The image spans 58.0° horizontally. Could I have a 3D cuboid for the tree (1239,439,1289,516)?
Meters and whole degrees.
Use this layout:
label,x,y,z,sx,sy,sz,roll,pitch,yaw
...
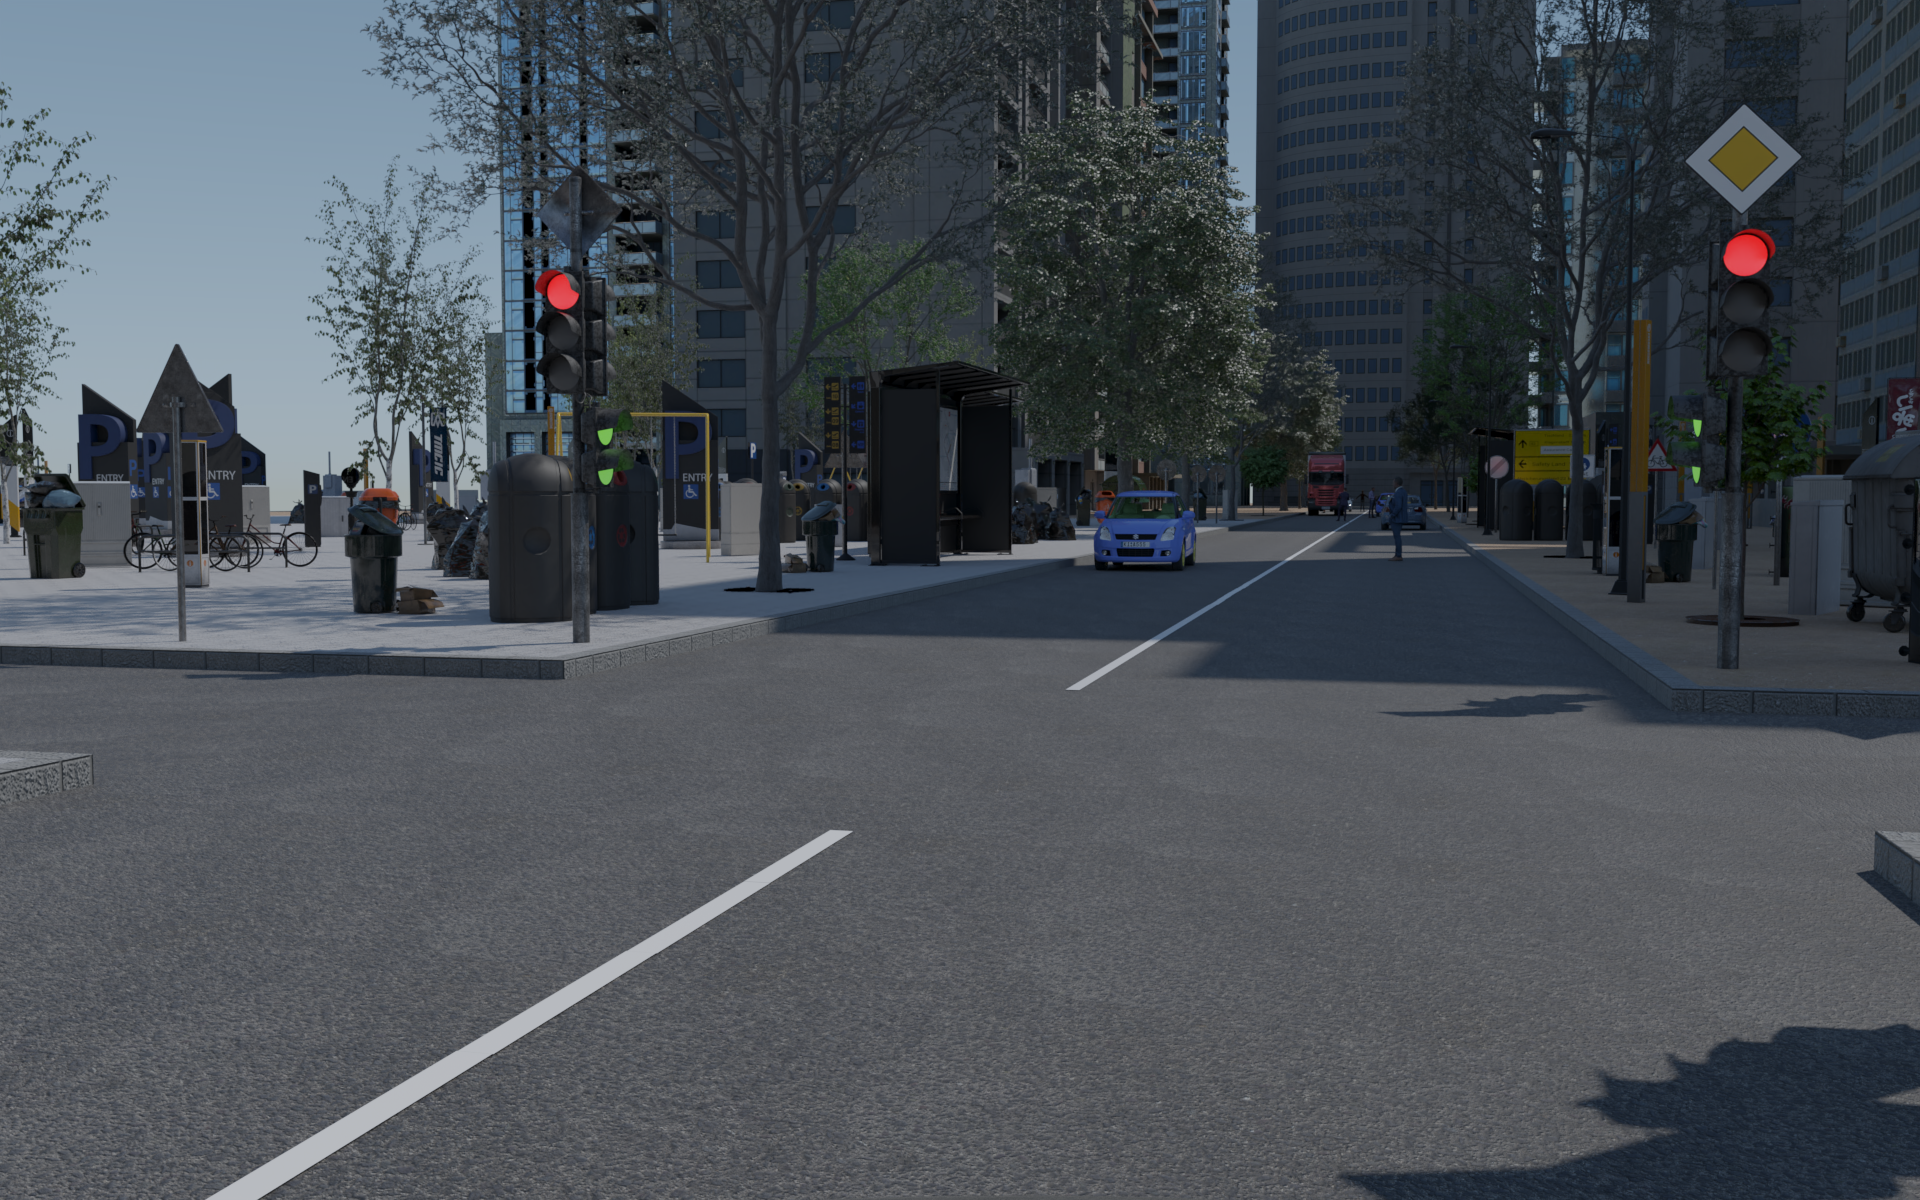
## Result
label,x,y,z,sx,sy,sz,roll,pitch,yaw
tree,17.832,-7.205,101.516,4.285,4.588,4.351,0,3,0

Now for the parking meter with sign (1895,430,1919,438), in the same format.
label,x,y,z,sx,sy,sz,roll,pitch,yaw
parking meter with sign,11.677,-1.508,20.924,0.543,3.016,1.738,0,4,0

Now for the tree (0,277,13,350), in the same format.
label,x,y,z,sx,sy,sz,roll,pitch,yaw
tree,-22.716,-5.318,37.313,4.737,8.622,4.395,0,3,0

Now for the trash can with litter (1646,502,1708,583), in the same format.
label,x,y,z,sx,sy,sz,roll,pitch,yaw
trash can with litter,10.257,-0.839,25.108,1.055,1.170,0.624,-2,4,-30

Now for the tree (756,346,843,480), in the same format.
label,x,y,z,sx,sy,sz,roll,pitch,yaw
tree,-8.120,-8.349,86.875,4.360,8.622,3.978,0,3,0

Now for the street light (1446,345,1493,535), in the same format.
label,x,y,z,sx,sy,sz,roll,pitch,yaw
street light,15.917,-4.978,53.934,1.470,5.913,1.316,1,4,14

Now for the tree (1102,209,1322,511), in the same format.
label,x,y,z,sx,sy,sz,roll,pitch,yaw
tree,8.912,-9.253,69.420,7.486,12.596,7.792,0,3,0

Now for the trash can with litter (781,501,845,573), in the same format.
label,x,y,z,sx,sy,sz,roll,pitch,yaw
trash can with litter,-2.448,-1.038,28.357,1.055,1.170,0.624,-3,5,-42

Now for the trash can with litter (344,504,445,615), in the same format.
label,x,y,z,sx,sy,sz,roll,pitch,yaw
trash can with litter,-6.089,-0.447,18.702,1.055,1.170,0.624,1,4,14

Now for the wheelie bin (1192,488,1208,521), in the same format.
label,x,y,z,sx,sy,sz,roll,pitch,yaw
wheelie bin,11.616,-4.648,83.906,0.693,1.594,0.980,0,4,-2

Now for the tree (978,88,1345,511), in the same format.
label,x,y,z,sx,sy,sz,roll,pitch,yaw
tree,5.052,-8.977,53.427,9.857,13.997,8.962,0,3,0

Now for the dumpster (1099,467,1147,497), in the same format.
label,x,y,z,sx,sy,sz,roll,pitch,yaw
dumpster,5.793,-3.610,61.512,1.502,2.255,1.985,1,4,14

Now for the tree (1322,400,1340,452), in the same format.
label,x,y,z,sx,sy,sz,roll,pitch,yaw
tree,32.143,-14.949,162.537,7.486,12.596,7.792,0,3,0

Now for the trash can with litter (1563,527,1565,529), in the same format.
label,x,y,z,sx,sy,sz,roll,pitch,yaw
trash can with litter,21.598,-2.999,60.422,1.055,1.170,0.624,-2,4,-29

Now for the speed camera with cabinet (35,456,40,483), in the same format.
label,x,y,z,sx,sy,sz,roll,pitch,yaw
speed camera with cabinet,-48.130,-5.882,90.514,0.660,3.252,2.038,-1,4,-12

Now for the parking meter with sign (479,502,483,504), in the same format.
label,x,y,z,sx,sy,sz,roll,pitch,yaw
parking meter with sign,-24.510,-5.800,91.096,1.738,3.016,0.543,-3,5,-44

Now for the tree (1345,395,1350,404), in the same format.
label,x,y,z,sx,sy,sz,roll,pitch,yaw
tree,24.894,-13.835,132.853,9.857,13.997,8.962,0,3,0

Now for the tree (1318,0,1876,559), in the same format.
label,x,y,z,sx,sy,sz,roll,pitch,yaw
tree,12.258,-7.567,34.086,12.009,13.543,11.850,0,3,0

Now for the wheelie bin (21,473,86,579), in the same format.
label,x,y,z,sx,sy,sz,roll,pitch,yaw
wheelie bin,-13.784,-1.128,26.359,0.980,1.594,0.693,1,4,17

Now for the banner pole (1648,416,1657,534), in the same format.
label,x,y,z,sx,sy,sz,roll,pitch,yaw
banner pole,21.979,-3.980,55.097,0.401,3.779,0.863,3,5,44

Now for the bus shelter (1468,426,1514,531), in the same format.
label,x,y,z,sx,sy,sz,roll,pitch,yaw
bus shelter,19.455,-4.382,62.921,1.731,3.624,6.357,1,4,14

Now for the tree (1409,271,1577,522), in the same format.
label,x,y,z,sx,sy,sz,roll,pitch,yaw
tree,24.506,-9.428,79.900,9.928,11.665,9.643,0,3,0

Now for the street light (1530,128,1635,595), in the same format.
label,x,y,z,sx,sy,sz,roll,pitch,yaw
street light,7.933,-3.028,22.057,1.470,5.913,1.316,1,4,14

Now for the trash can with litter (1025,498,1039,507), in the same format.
label,x,y,z,sx,sy,sz,roll,pitch,yaw
trash can with litter,2.420,-2.461,51.628,1.055,1.170,0.624,2,4,28

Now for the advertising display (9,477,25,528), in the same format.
label,x,y,z,sx,sy,sz,roll,pitch,yaw
advertising display,-35.939,-3.729,66.180,0.974,1.923,0.123,0,4,-2

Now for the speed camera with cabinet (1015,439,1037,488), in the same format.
label,x,y,z,sx,sy,sz,roll,pitch,yaw
speed camera with cabinet,2.684,-4.178,62.641,0.660,3.252,2.038,2,4,29

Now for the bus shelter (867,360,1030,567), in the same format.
label,x,y,z,sx,sy,sz,roll,pitch,yaw
bus shelter,-0.119,-2.594,33.699,1.731,3.624,6.357,1,4,14

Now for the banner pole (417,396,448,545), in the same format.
label,x,y,z,sx,sy,sz,roll,pitch,yaw
banner pole,-13.331,-3.290,43.805,0.863,3.779,0.401,-3,5,-40

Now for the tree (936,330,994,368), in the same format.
label,x,y,z,sx,sy,sz,roll,pitch,yaw
tree,-0.279,-7.777,77.522,4.737,8.622,4.395,0,3,0

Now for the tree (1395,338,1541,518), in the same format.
label,x,y,z,sx,sy,sz,roll,pitch,yaw
tree,27.829,-9.746,93.751,7.601,10.594,8.767,1,4,16

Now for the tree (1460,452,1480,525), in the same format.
label,x,y,z,sx,sy,sz,roll,pitch,yaw
tree,21.397,-4.719,71.753,1.663,3.219,1.824,0,3,0

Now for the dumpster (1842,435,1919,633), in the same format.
label,x,y,z,sx,sy,sz,roll,pitch,yaw
dumpster,9.296,-0.657,16.495,1.264,1.857,1.865,1,4,14

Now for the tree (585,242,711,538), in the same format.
label,x,y,z,sx,sy,sz,roll,pitch,yaw
tree,-8.996,-6.096,50.032,4.360,8.622,3.978,0,3,0

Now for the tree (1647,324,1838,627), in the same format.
label,x,y,z,sx,sy,sz,roll,pitch,yaw
tree,7.625,-1.375,17.089,1.663,3.219,1.824,0,3,0

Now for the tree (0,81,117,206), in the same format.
label,x,y,z,sx,sy,sz,roll,pitch,yaw
tree,-13.896,-4.447,23.069,4.360,8.622,3.978,0,3,0

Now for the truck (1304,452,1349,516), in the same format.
label,x,y,z,sx,sy,sz,roll,pitch,yaw
truck,24.794,-7.841,117.115,2.839,4.237,11.283,1,4,12

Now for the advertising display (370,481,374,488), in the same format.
label,x,y,z,sx,sy,sz,roll,pitch,yaw
advertising display,-28.524,-4.824,84.088,0.123,1.923,0.974,-1,4,-22

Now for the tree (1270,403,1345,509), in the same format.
label,x,y,z,sx,sy,sz,roll,pitch,yaw
tree,29.841,-13.241,150.899,8.767,10.594,7.601,3,4,39

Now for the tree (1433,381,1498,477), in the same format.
label,x,y,z,sx,sy,sz,roll,pitch,yaw
tree,31.249,-9.537,106.299,4.360,8.622,3.978,0,3,0

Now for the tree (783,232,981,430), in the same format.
label,x,y,z,sx,sy,sz,roll,pitch,yaw
tree,-3.101,-8.659,67.329,9.928,11.665,9.643,0,3,0

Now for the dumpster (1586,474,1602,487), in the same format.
label,x,y,z,sx,sy,sz,roll,pitch,yaw
dumpster,18.427,-2.680,49.571,1.264,1.857,1.865,1,4,14

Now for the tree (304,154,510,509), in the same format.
label,x,y,z,sx,sy,sz,roll,pitch,yaw
tree,-12.638,-5.398,38.615,4.360,8.622,3.978,0,3,0

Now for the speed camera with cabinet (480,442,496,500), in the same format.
label,x,y,z,sx,sy,sz,roll,pitch,yaw
speed camera with cabinet,-17.693,-4.398,66.251,0.660,3.252,2.038,0,4,8

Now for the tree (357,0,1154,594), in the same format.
label,x,y,z,sx,sy,sz,roll,pitch,yaw
tree,-2.402,-6.856,22.463,12.009,13.543,11.850,0,3,0

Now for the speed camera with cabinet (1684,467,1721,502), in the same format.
label,x,y,z,sx,sy,sz,roll,pitch,yaw
speed camera with cabinet,22.538,-3.550,52.375,0.660,3.252,2.038,3,5,43

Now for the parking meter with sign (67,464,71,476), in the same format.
label,x,y,z,sx,sy,sz,roll,pitch,yaw
parking meter with sign,-51.939,-6.303,99.310,1.738,3.016,0.543,-3,4,-39

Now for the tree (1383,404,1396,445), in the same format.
label,x,y,z,sx,sy,sz,roll,pitch,yaw
tree,34.817,-11.572,123.611,8.767,10.594,7.601,-1,4,-11

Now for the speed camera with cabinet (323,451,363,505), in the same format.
label,x,y,z,sx,sy,sz,roll,pitch,yaw
speed camera with cabinet,-28.542,-5.262,80.372,2.038,3.252,0.660,1,4,19

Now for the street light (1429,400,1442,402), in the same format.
label,x,y,z,sx,sy,sz,roll,pitch,yaw
street light,23.848,-6.912,85.549,1.470,5.913,1.316,1,4,14

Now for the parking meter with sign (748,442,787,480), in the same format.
label,x,y,z,sx,sy,sz,roll,pitch,yaw
parking meter with sign,-6.227,-3.798,58.363,1.738,3.016,0.543,1,4,15

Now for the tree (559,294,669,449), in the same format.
label,x,y,z,sx,sy,sz,roll,pitch,yaw
tree,-12.571,-6.899,63.155,4.737,8.622,4.395,0,3,0

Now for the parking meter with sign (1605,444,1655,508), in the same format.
label,x,y,z,sx,sy,sz,roll,pitch,yaw
parking meter with sign,23.391,-3.925,60.436,1.738,3.016,0.543,-1,4,-17

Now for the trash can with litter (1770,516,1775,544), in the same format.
label,x,y,z,sx,sy,sz,roll,pitch,yaw
trash can with litter,13.249,-0.958,27.054,1.055,1.170,0.624,1,4,17
